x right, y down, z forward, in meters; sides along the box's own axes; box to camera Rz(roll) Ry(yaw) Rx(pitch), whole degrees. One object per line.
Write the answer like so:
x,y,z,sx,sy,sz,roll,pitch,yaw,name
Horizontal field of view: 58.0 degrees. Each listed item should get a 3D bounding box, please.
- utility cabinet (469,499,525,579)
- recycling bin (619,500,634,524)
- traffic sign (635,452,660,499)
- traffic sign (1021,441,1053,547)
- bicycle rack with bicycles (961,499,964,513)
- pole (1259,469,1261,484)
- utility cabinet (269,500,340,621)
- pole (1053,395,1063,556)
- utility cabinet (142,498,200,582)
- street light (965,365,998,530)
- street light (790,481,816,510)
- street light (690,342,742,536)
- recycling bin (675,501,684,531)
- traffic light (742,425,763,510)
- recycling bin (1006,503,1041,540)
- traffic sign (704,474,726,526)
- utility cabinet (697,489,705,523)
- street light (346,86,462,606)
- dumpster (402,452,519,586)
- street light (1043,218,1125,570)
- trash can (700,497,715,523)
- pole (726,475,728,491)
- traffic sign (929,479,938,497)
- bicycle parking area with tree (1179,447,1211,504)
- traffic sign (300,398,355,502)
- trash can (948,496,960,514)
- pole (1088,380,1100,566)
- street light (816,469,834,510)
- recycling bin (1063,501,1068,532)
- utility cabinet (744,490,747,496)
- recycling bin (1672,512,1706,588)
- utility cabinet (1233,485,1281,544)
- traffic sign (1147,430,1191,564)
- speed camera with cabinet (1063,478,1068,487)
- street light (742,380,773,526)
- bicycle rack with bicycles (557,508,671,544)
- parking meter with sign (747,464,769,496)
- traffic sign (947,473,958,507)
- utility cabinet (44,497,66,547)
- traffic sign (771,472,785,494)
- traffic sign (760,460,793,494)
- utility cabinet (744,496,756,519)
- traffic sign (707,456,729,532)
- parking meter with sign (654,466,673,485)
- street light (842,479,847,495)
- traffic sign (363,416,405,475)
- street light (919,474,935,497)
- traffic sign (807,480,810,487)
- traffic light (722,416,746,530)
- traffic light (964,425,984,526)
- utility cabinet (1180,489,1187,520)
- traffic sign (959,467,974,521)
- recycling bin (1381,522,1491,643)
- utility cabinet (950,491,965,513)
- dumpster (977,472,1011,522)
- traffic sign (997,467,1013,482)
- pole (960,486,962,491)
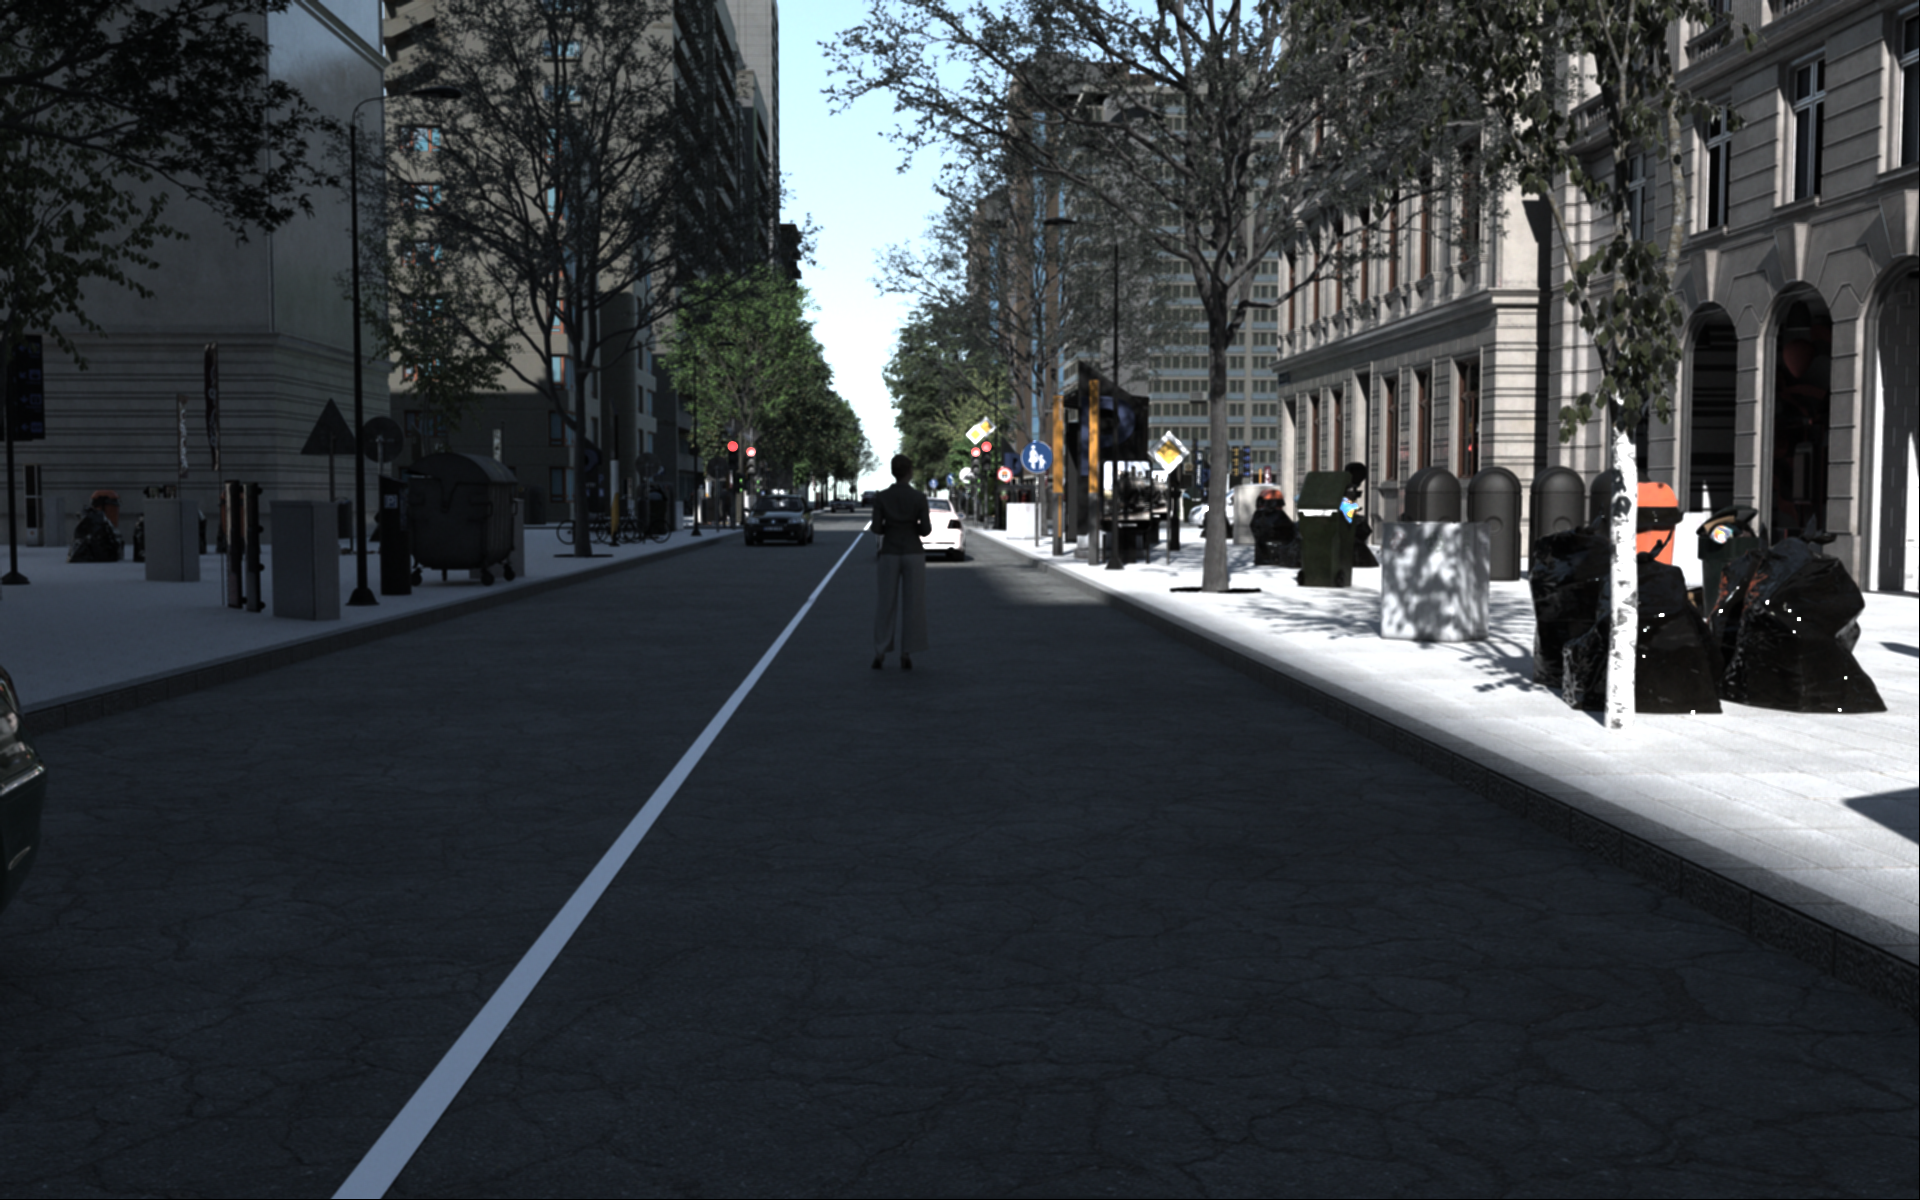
-7.123,-0.947,26.648,0.306,1.237,1.020,1,4,23,utility cabinet
-14.510,-3.816,74.952,0.722,1.027,0.722,-1,4,-19,recycling bin
-9.533,-3.227,52.869,0.768,2.556,0.104,0,4,2,traffic sign
1.864,-2.556,41.895,0.768,2.556,0.104,0,4,4,traffic sign
0.457,-6.224,115.149,2.925,0.926,2.852,0,4,7,bicycle rack with bicycles
23.982,-8.843,138.427,0.158,3.312,0.155,0,3,0,pole
-6.785,-0.415,17.952,0.306,1.237,1.020,-3,5,-44,utility cabinet
2.031,-2.571,35.874,0.158,3.312,0.155,0,3,0,pole
-11.660,-0.885,25.625,1.020,1.237,0.306,2,4,35,utility cabinet
0.765,-5.493,62.357,1.470,5.913,1.316,0,4,-2,street light
-9.552,-8.006,103.444,1.470,5.913,1.316,0,4,-2,street light
-7.547,-4.918,52.953,1.470,5.913,1.316,0,4,-2,street light
-10.130,-2.942,60.651,0.722,1.027,0.722,1,4,11,recycling bin
-8.397,-4.958,69.988,0.839,4.253,0.868,0,4,-2,traffic light
1.796,-2.222,48.887,0.722,1.027,0.722,-3,5,-41,recycling bin
-9.813,-4.249,69.470,0.884,2.594,0.081,0,4,3,traffic sign
-11.420,-4.102,75.752,0.318,1.500,1.173,0,4,1,utility cabinet
-6.371,-2.895,19.874,1.470,5.913,1.316,0,4,-2,street light
-7.128,-1.163,24.779,1.264,1.857,1.865,0,4,-2,dumpster
2.091,-3.471,29.284,1.470,5.913,1.316,0,4,-2,street light
-10.811,-3.840,74.440,0.748,1.137,0.748,0,3,0,trash can
-19.358,-9.188,144.066,0.158,3.312,0.155,0,3,0,pole
-2.220,-8.887,145.402,0.768,2.556,0.104,0,4,-1,traffic sign
12.578,-7.324,106.749,8.231,4.147,9.016,2,4,25,bicycle parking area with tree
-8.514,-1.437,23.494,0.884,2.594,0.081,0,4,4,traffic sign
-0.398,-5.939,108.753,0.748,1.137,0.748,0,3,0,trash can
2.402,-2.273,31.013,0.158,3.312,0.155,0,3,0,pole
-10.868,-10.029,136.518,1.470,5.913,1.316,0,4,-2,street light
3.984,-2.871,59.493,0.722,1.027,0.722,2,4,23,recycling bin
-12.349,-5.742,102.562,1.173,1.500,0.318,0,4,-6,utility cabinet
9.734,-0.690,23.839,0.722,1.027,0.722,-2,4,-28,recycling bin
7.513,-2.152,43.856,1.173,1.500,0.318,-1,4,-17,utility cabinet
3.792,-1.855,31.511,0.795,2.450,0.064,0,4,5,traffic sign
5.410,-6.360,98.313,2.038,3.252,0.660,-3,5,-43,speed camera with cabinet
-8.290,-5.983,70.368,1.470,5.913,1.316,0,4,-2,street light
-9.047,-1.955,45.352,2.925,0.926,2.852,-1,4,-12,bicycle rack with bicycles
-11.612,-6.173,97.188,1.738,3.016,0.543,-1,4,-15,parking meter with sign
-0.424,-6.386,104.517,0.768,2.556,0.104,0,4,-1,traffic sign
-22.094,-1.904,42.290,0.306,1.237,1.020,-1,4,-18,utility cabinet
-10.266,-5.965,97.632,0.768,2.556,0.104,0,4,0,traffic sign
-10.805,-6.526,100.574,2.265,3.308,0.079,0,4,3,traffic sign
-8.901,-3.796,73.220,0.306,1.237,1.020,1,4,12,utility cabinet
-8.149,-3.556,58.252,0.768,2.556,0.104,0,4,7,traffic sign
-18.321,-6.874,108.656,0.543,3.016,1.738,1,4,20,parking meter with sign
-12.536,-12.655,179.457,1.470,5.913,1.316,0,4,-2,street light
-9.465,-1.728,28.354,0.768,2.556,0.104,0,4,6,traffic sign
-2.881,-11.181,155.356,1.470,5.913,1.316,0,4,-2,street light
-12.353,-8.474,138.657,0.768,2.556,0.104,0,4,-1,traffic sign
-8.084,-4.470,62.009,0.839,4.253,0.868,0,4,-2,traffic light
0.607,-4.981,70.355,0.839,4.253,0.868,0,4,-2,traffic light
10.971,-4.564,83.296,0.318,1.500,1.173,2,4,32,utility cabinet
0.337,-5.041,82.528,0.768,2.556,0.104,0,3,0,traffic sign
4.215,-0.171,15.345,0.722,1.027,0.722,3,5,41,recycling bin
-0.088,-6.622,116.956,1.173,1.500,0.318,1,4,15,utility cabinet
1.503,-4.584,77.446,1.502,2.255,1.985,0,4,-2,dumpster
2.075,-4.924,80.610,0.768,2.556,0.104,0,4,1,traffic sign
0.073,-8.379,130.842,0.158,3.312,0.155,0,3,0,pole
